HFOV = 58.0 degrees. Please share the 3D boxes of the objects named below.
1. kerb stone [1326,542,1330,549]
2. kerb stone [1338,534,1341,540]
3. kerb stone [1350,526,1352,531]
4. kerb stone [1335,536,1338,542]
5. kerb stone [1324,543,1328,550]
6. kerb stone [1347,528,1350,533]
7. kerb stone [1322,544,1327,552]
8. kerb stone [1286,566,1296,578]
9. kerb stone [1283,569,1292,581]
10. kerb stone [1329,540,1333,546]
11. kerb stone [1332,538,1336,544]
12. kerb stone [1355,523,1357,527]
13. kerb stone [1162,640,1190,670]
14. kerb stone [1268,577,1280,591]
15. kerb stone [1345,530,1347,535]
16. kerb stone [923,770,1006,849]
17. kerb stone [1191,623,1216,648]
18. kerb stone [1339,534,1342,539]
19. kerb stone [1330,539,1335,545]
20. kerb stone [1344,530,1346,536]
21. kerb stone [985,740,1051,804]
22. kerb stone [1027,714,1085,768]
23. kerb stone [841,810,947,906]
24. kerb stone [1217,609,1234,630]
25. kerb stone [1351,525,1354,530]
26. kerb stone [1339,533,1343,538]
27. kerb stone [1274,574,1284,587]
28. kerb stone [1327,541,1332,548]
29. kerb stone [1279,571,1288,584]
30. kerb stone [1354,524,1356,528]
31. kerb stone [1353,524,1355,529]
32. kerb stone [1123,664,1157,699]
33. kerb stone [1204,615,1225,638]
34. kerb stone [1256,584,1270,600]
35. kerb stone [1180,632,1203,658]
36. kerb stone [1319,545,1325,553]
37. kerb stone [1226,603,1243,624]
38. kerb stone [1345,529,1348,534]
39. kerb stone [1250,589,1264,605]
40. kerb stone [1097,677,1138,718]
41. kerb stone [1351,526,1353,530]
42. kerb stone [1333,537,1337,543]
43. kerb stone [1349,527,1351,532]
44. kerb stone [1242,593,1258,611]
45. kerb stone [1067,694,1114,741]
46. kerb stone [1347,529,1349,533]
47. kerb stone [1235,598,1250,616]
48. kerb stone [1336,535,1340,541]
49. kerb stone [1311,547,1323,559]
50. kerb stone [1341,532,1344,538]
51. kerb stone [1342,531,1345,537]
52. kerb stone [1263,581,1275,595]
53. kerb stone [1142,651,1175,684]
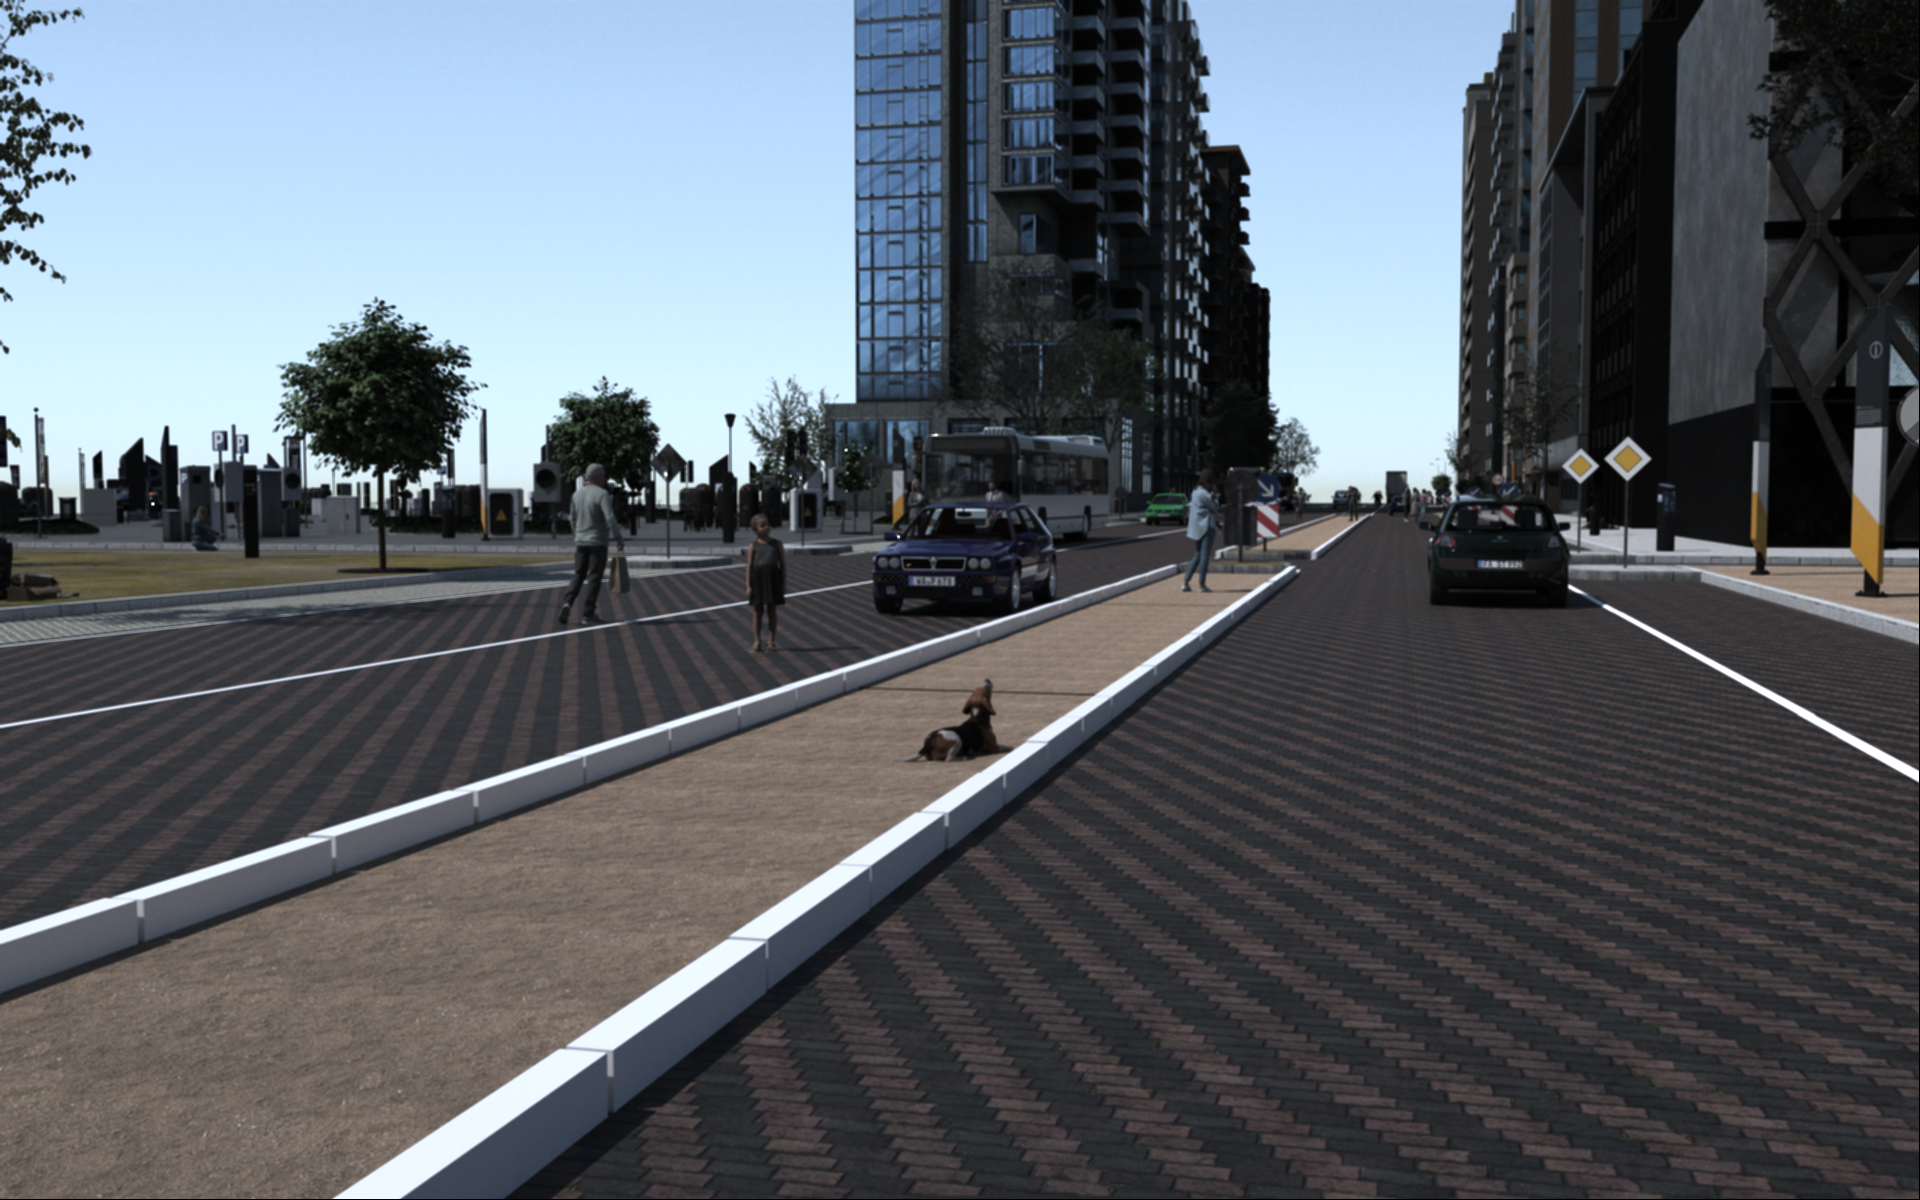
[{"bbox_3d":[9.203,-1.317,43.796,0.120,0.150,1.000,1,4,14],"label":"kerb stone"},{"bbox_3d":[11.220,-1.807,51.736,0.120,0.150,1.000,1,4,14],"label":"kerb stone"},{"bbox_3d":[14.245,-2.536,63.662,0.120,0.150,1.000,1,4,14],"label":"kerb stone"},{"bbox_3d":[10.717,-1.682,49.742,0.120,0.150,1.000,1,4,14],"label":"kerb stone"},{"bbox_3d":[8.958,-1.257,42.798,0.120,0.150,1.000,1,4,14],"label":"kerb stone"},{"bbox_3d":[13.494,-2.354,60.676,0.120,0.150,1.000,1,4,14],"label":"kerb stone"},{"bbox_3d":[8.711,-1.196,41.800,0.120,0.150,1.000,1,4,14],"label":"kerb stone"},{"bbox_3d":[5.560,-0.439,29.374,0.120,0.150,1.000,1,4,14],"label":"kerb stone"},{"bbox_3d":[5.313,-0.373,28.382,0.120,0.150,1.000,1,4,14],"label":"kerb stone"},{"bbox_3d":[9.719,-1.442,45.777,0.120,0.150,1.000,1,4,14],"label":"kerb stone"},{"bbox_3d":[10.218,-1.562,47.759,0.120,0.150,1.000,1,4,14],"label":"kerb stone"},{"bbox_3d":[16.011,-2.959,70.618,0.120,0.150,1.000,1,4,14],"label":"kerb stone"},{"bbox_3d":[1.781,0.475,14.457,0.120,0.150,1.000,1,4,14],"label":"kerb stone"},{"bbox_3d":[4.557,-0.196,25.395,0.120,0.150,1.000,1,4,14],"label":"kerb stone"},{"bbox_3d":[12.737,-2.171,57.692,0.120,0.150,1.000,1,4,14],"label":"kerb stone"},{"bbox_3d":[0.019,0.900,7.478,0.120,0.150,1.000,1,4,14],"label":"kerb stone"},{"bbox_3d":[2.291,0.352,16.445,0.120,0.150,1.000,1,4,14],"label":"kerb stone"},{"bbox_3d":[11.475,-1.859,52.727,0.120,0.150,1.000,1,4,14],"label":"kerb stone"},{"bbox_3d":[9.972,-1.497,46.768,0.120,0.150,1.000,1,4,14],"label":"kerb stone"},{"bbox_3d":[12.487,-2.110,56.701,0.120,0.150,1.000,1,4,14],"label":"kerb stone"},{"bbox_3d":[0.274,0.843,8.474,0.120,0.150,1.000,1,4,14],"label":"kerb stone"},{"bbox_3d":[0.522,0.778,9.478,0.120,0.150,1.000,1,4,14],"label":"kerb stone"},{"bbox_3d":[-0.242,0.962,6.489,0.120,0.150,1.000,1,4,14],"label":"kerb stone"},{"bbox_3d":[2.786,0.234,18.435,0.120,0.150,1.000,1,4,14],"label":"kerb stone"},{"bbox_3d":[14.747,-2.658,65.647,0.120,0.150,1.000,1,4,14],"label":"kerb stone"},{"bbox_3d":[11.721,-1.928,53.718,0.120,0.150,1.000,1,4,14],"label":"kerb stone"},{"bbox_3d":[4.807,-0.256,26.393,0.120,0.150,1.000,1,4,14],"label":"kerb stone"},{"bbox_3d":[9.465,-1.382,44.787,0.120,0.150,1.000,1,4,14],"label":"kerb stone"},{"bbox_3d":[5.059,-0.317,27.385,0.120,0.150,1.000,1,4,14],"label":"kerb stone"},{"bbox_3d":[15.500,-2.834,68.634,0.120,0.150,1.000,1,4,14],"label":"kerb stone"},{"bbox_3d":[15.253,-2.779,67.631,0.120,0.150,1.000,1,4,14],"label":"kerb stone"},{"bbox_3d":[1.274,0.600,12.469,0.120,0.150,1.000,1,4,14],"label":"kerb stone"},{"bbox_3d":[2.538,0.291,17.439,0.120,0.150,1.000,1,4,14],"label":"kerb stone"},{"bbox_3d":[4.053,-0.074,23.408,0.120,0.150,1.000,1,4,14],"label":"kerb stone"},{"bbox_3d":[2.031,0.420,15.456,0.120,0.150,1.000,1,4,14],"label":"kerb stone"},{"bbox_3d":[8.455,-1.136,40.803,0.120,0.150,1.000,1,4,14],"label":"kerb stone"},{"bbox_3d":[3.046,0.169,19.434,0.120,0.150,1.000,1,4,14],"label":"kerb stone"},{"bbox_3d":[12.989,-2.232,58.685,0.120,0.150,1.000,1,4,14],"label":"kerb stone"},{"bbox_3d":[3.800,-0.012,22.418,0.120,0.150,1.000,1,4,14],"label":"kerb stone"},{"bbox_3d":[1.028,0.656,11.472,0.120,0.150,1.000,1,4,14],"label":"kerb stone"},{"bbox_3d":[14.500,-2.597,64.654,0.120,0.150,1.000,1,4,14],"label":"kerb stone"},{"bbox_3d":[10.475,-1.624,48.749,0.120,0.150,1.000,1,4,14],"label":"kerb stone"},{"bbox_3d":[13.986,-2.476,62.670,0.120,0.150,1.000,1,4,14],"label":"kerb stone"},{"bbox_3d":[3.551,0.047,21.426,0.120,0.150,1.000,1,4,14],"label":"kerb stone"},{"bbox_3d":[0.775,0.718,10.480,0.120,0.150,1.000,1,4,14],"label":"kerb stone"},{"bbox_3d":[13.240,-2.290,59.686,0.120,0.150,1.000,1,4,14],"label":"kerb stone"},{"bbox_3d":[3.294,0.109,20.437,0.120,0.150,1.000,1,4,14],"label":"kerb stone"},{"bbox_3d":[10.971,-1.746,50.741,0.120,0.150,1.000,1,4,14],"label":"kerb stone"},{"bbox_3d":[8.207,-1.077,39.808,0.120,0.150,1.000,1,4,14],"label":"kerb stone"},{"bbox_3d":[11.982,-1.989,54.718,0.120,0.150,1.000,1,4,14],"label":"kerb stone"},{"bbox_3d":[12.227,-2.047,55.712,0.120,0.150,1.000,1,4,14],"label":"kerb stone"},{"bbox_3d":[4.301,-0.135,24.405,0.120,0.150,1.000,1,4,14],"label":"kerb stone"},{"bbox_3d":[1.532,0.534,13.465,0.120,0.150,1.000,1,4,14],"label":"kerb stone"}]
